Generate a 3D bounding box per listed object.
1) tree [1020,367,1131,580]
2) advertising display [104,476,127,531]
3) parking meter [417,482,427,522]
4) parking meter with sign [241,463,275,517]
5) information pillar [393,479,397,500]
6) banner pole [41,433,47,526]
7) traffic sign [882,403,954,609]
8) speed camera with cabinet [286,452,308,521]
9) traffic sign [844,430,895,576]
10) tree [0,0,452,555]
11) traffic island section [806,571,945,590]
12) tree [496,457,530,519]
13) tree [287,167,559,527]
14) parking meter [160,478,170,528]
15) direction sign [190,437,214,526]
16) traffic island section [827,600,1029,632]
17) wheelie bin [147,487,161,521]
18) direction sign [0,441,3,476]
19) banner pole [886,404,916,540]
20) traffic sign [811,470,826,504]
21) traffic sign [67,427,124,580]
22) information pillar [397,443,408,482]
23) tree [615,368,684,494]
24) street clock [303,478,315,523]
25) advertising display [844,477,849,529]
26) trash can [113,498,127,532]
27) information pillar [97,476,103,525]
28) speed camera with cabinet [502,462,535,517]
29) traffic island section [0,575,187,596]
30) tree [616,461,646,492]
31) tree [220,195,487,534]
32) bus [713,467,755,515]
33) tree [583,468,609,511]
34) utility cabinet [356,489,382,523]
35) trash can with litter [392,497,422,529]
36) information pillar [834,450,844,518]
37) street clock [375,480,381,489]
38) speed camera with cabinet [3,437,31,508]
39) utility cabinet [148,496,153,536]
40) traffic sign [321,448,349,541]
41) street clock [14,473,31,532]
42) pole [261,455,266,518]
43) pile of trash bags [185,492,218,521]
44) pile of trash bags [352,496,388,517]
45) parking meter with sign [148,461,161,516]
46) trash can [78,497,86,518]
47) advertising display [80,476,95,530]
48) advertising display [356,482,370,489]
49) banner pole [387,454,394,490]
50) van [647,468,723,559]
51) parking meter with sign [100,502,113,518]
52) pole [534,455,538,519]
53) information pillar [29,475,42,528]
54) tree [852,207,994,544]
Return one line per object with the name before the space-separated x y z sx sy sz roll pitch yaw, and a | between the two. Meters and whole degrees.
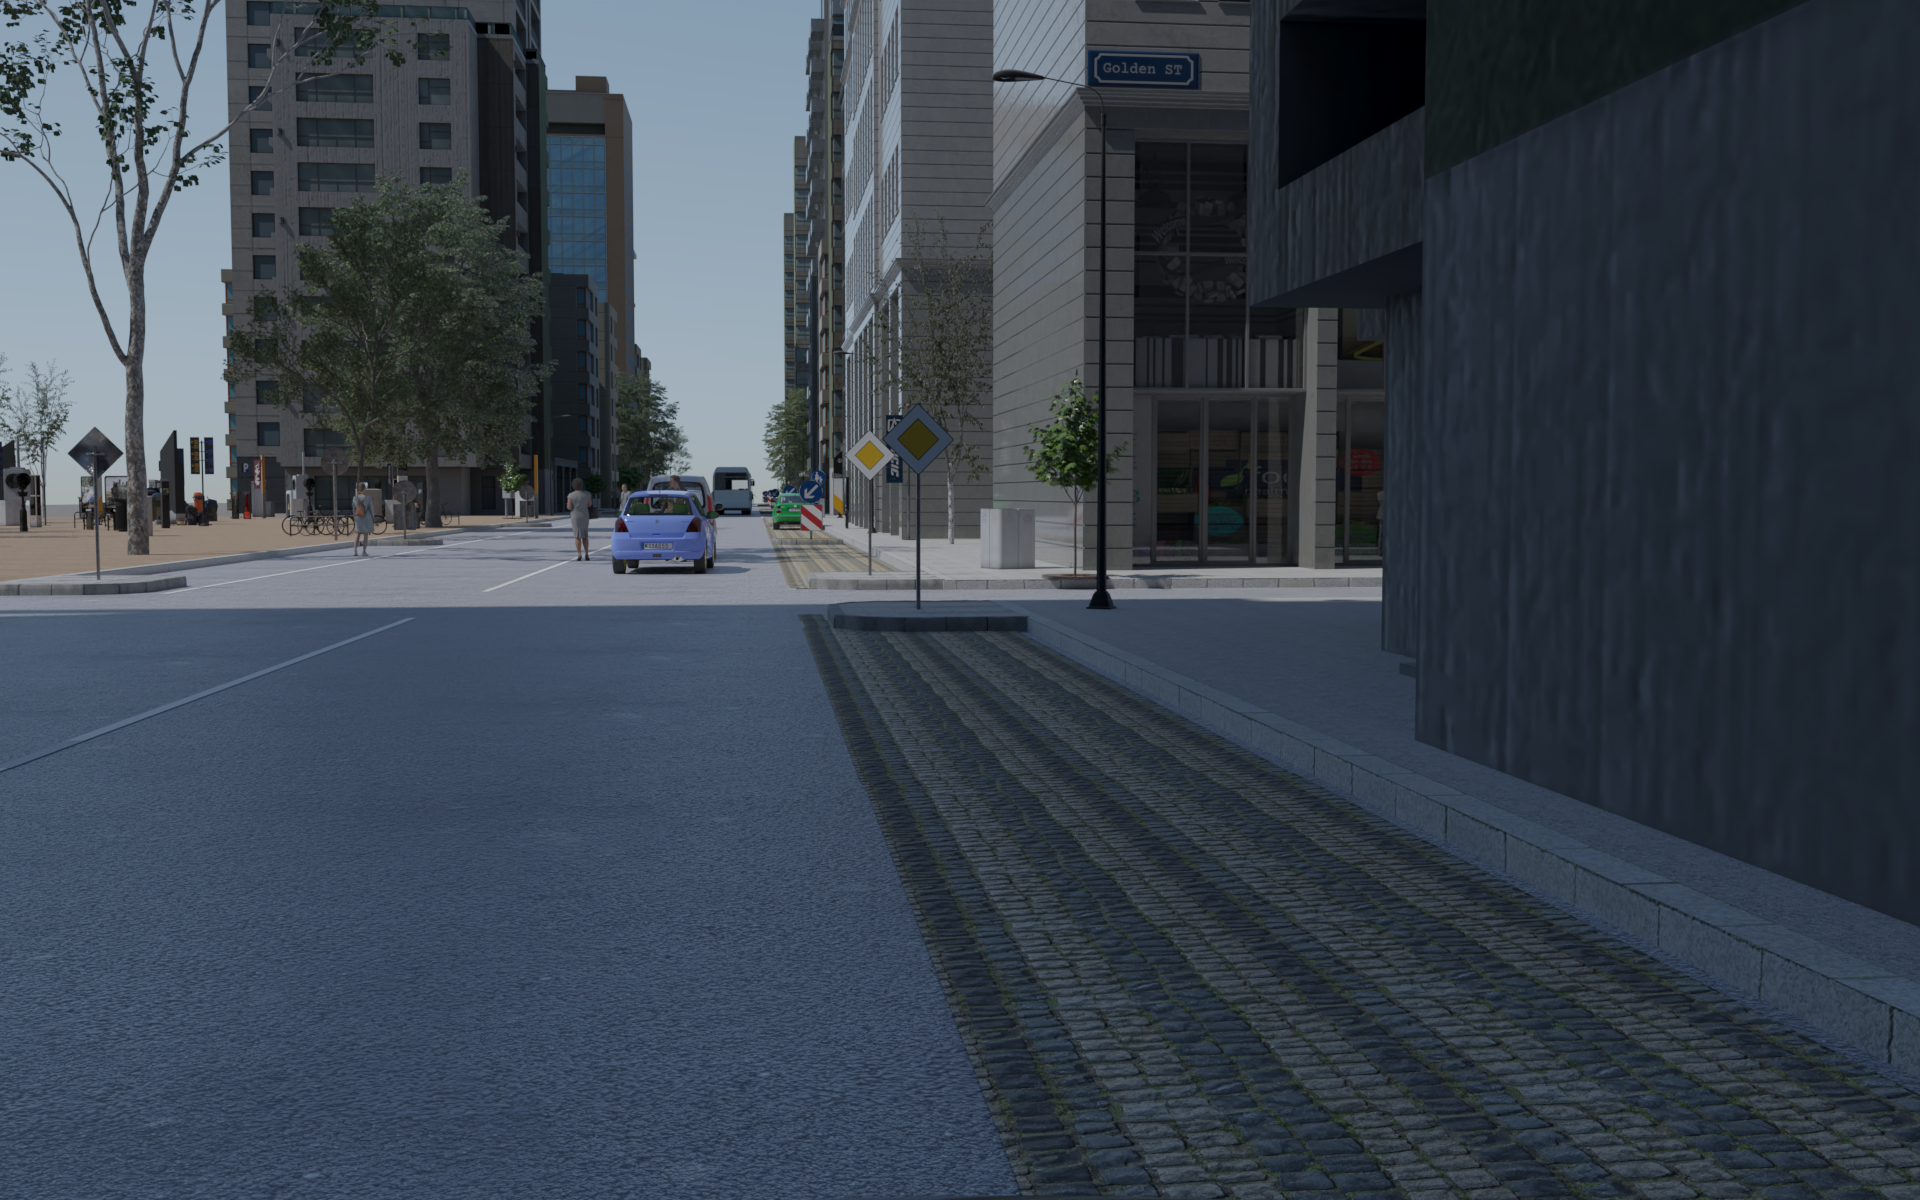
tree | 1.871 -1.942 26.350 1.663 3.219 1.824 0 3 0
advertising display | -29.455 -3.387 60.597 0.974 1.923 0.123 1 4 12
parking meter | -25.093 -4.590 80.756 0.399 1.863 0.255 2 4 24
parking meter with sign | -39.001 -6.122 96.358 1.738 3.016 0.543 1 4 12
information pillar | -27.137 -4.831 83.486 0.304 2.012 0.304 -1 4 -10
banner pole | -37.272 -4.924 70.531 0.401 3.779 0.863 -2 4 -34
traffic sign | -0.467 -0.955 19.263 0.795 2.450 0.064 0 4 -7
speed camera with cabinet | -31.530 -5.383 82.341 0.660 3.252 2.038 -2 4 -33
traffic sign | -1.417 -1.440 27.191 0.795 2.450 0.064 0 4 -7
tree | -17.514 -11.105 37.464 12.611 20.169 13.585 0 3 0
traffic island section | -1.395 -0.305 27.271 2.009 0.180 2.903 0 4 -7
tree | -23.256 -5.831 89.937 1.663 3.219 1.824 0 3 0
tree | -20.472 -9.782 66.583 9.857 13.997 8.962 0 3 0
parking meter | -29.690 -3.607 64.691 0.255 1.863 0.399 -2 4 -35
direction sign | -30.093 -4.699 68.820 0.876 3.537 0.379 -1 4 -8
traffic island section | -0.445 0.180 19.342 2.009 0.180 2.903 0 4 -7
wheelie bin | -37.920 -4.491 81.330 0.980 1.594 0.693 0 3 0
direction sign | -41.174 -5.022 74.101 0.379 3.537 0.876 0 4 -2
banner pole | -1.657 -3.556 48.150 0.863 3.779 0.401 0 4 -2
traffic sign | -7.558 -5.663 92.694 0.768 2.556 0.104 0 4 1
traffic sign | -12.882 -1.358 25.843 0.795 2.450 0.064 0 4 -7
information pillar | -25.323 -5.338 78.632 0.183 3.616 0.504 3 5 42
tree | -33.059 -16.434 175.353 9.857 13.997 8.962 0 3 0
street clock | -29.134 -4.466 77.591 0.358 2.002 0.471 3 4 37
advertising display | -4.223 -3.630 64.557 0.123 1.923 0.974 0 4 -8
trash can | -28.411 -2.893 58.959 0.748 1.137 0.748 0 3 0
information pillar | -35.778 -4.925 71.881 0.183 3.616 0.504 0 4 1
speed camera with cabinet | -24.540 -6.232 96.237 2.038 3.252 0.660 3 4 36
traffic island section | -12.905 -0.221 25.902 2.009 0.180 2.903 0 4 -7
tree | -32.191 -11.272 168.004 4.285 4.588 4.351 0 3 0
tree | -19.220 -7.370 54.906 8.767 10.594 7.601 -1 4 -11
bus | -16.141 -7.863 123.423 2.948 3.499 13.247 0 4 -6
tree | -27.649 -8.441 132.617 1.663 3.219 1.824 0 3 0
utility cabinet | -25.379 -4.020 74.400 0.318 1.500 1.173 2 4 29
trash can with litter | -20.273 -3.184 63.441 1.055 1.170 0.624 0 4 2
information pillar | -6.503 -6.203 92.776 0.504 3.616 0.183 0 4 6
street clock | -29.142 -5.026 86.742 0.358 2.002 0.471 -1 4 -8
speed camera with cabinet | -33.218 -3.996 59.664 2.038 3.252 0.660 0 4 -7
utility cabinet | -24.959 -2.552 52.892 0.306 1.237 1.020 -3 5 -40
traffic sign | -17.222 -2.913 47.732 0.768 2.556 0.104 0 4 -2
street clock | -31.813 -3.317 58.803 0.358 2.002 0.471 2 4 35
pole | -36.577 -5.939 90.941 0.158 3.312 0.155 0 3 0
pile of trash bags | -35.678 -4.351 80.888 1.912 1.369 3.447 -2 4 -29
pile of trash bags | -32.905 -5.305 96.483 1.912 1.369 3.447 -3 4 -36
parking meter with sign | -42.332 -5.806 91.192 1.738 3.016 0.543 2 4 35
trash can | -44.568 -4.687 88.282 0.748 1.137 0.748 0 3 0
advertising display | -31.128 -3.468 61.923 0.974 1.923 0.123 3 4 37
advertising display | -31.328 -5.241 90.897 0.974 1.923 0.123 2 4 33
banner pole | -29.899 -6.176 90.999 0.401 3.779 0.863 1 4 9
van | -6.411 -1.988 39.522 2.013 2.044 4.112 -1 4 -9
parking meter with sign | -45.389 -5.919 93.030 1.738 3.016 0.543 -3 4 -38
pole | -22.114 -5.905 90.385 0.158 3.312 0.155 0 3 0
information pillar | -35.438 -3.784 66.359 0.304 2.012 0.304 0 4 6
tree | -0.368 -5.725 43.972 4.360 8.622 3.978 0 3 0
